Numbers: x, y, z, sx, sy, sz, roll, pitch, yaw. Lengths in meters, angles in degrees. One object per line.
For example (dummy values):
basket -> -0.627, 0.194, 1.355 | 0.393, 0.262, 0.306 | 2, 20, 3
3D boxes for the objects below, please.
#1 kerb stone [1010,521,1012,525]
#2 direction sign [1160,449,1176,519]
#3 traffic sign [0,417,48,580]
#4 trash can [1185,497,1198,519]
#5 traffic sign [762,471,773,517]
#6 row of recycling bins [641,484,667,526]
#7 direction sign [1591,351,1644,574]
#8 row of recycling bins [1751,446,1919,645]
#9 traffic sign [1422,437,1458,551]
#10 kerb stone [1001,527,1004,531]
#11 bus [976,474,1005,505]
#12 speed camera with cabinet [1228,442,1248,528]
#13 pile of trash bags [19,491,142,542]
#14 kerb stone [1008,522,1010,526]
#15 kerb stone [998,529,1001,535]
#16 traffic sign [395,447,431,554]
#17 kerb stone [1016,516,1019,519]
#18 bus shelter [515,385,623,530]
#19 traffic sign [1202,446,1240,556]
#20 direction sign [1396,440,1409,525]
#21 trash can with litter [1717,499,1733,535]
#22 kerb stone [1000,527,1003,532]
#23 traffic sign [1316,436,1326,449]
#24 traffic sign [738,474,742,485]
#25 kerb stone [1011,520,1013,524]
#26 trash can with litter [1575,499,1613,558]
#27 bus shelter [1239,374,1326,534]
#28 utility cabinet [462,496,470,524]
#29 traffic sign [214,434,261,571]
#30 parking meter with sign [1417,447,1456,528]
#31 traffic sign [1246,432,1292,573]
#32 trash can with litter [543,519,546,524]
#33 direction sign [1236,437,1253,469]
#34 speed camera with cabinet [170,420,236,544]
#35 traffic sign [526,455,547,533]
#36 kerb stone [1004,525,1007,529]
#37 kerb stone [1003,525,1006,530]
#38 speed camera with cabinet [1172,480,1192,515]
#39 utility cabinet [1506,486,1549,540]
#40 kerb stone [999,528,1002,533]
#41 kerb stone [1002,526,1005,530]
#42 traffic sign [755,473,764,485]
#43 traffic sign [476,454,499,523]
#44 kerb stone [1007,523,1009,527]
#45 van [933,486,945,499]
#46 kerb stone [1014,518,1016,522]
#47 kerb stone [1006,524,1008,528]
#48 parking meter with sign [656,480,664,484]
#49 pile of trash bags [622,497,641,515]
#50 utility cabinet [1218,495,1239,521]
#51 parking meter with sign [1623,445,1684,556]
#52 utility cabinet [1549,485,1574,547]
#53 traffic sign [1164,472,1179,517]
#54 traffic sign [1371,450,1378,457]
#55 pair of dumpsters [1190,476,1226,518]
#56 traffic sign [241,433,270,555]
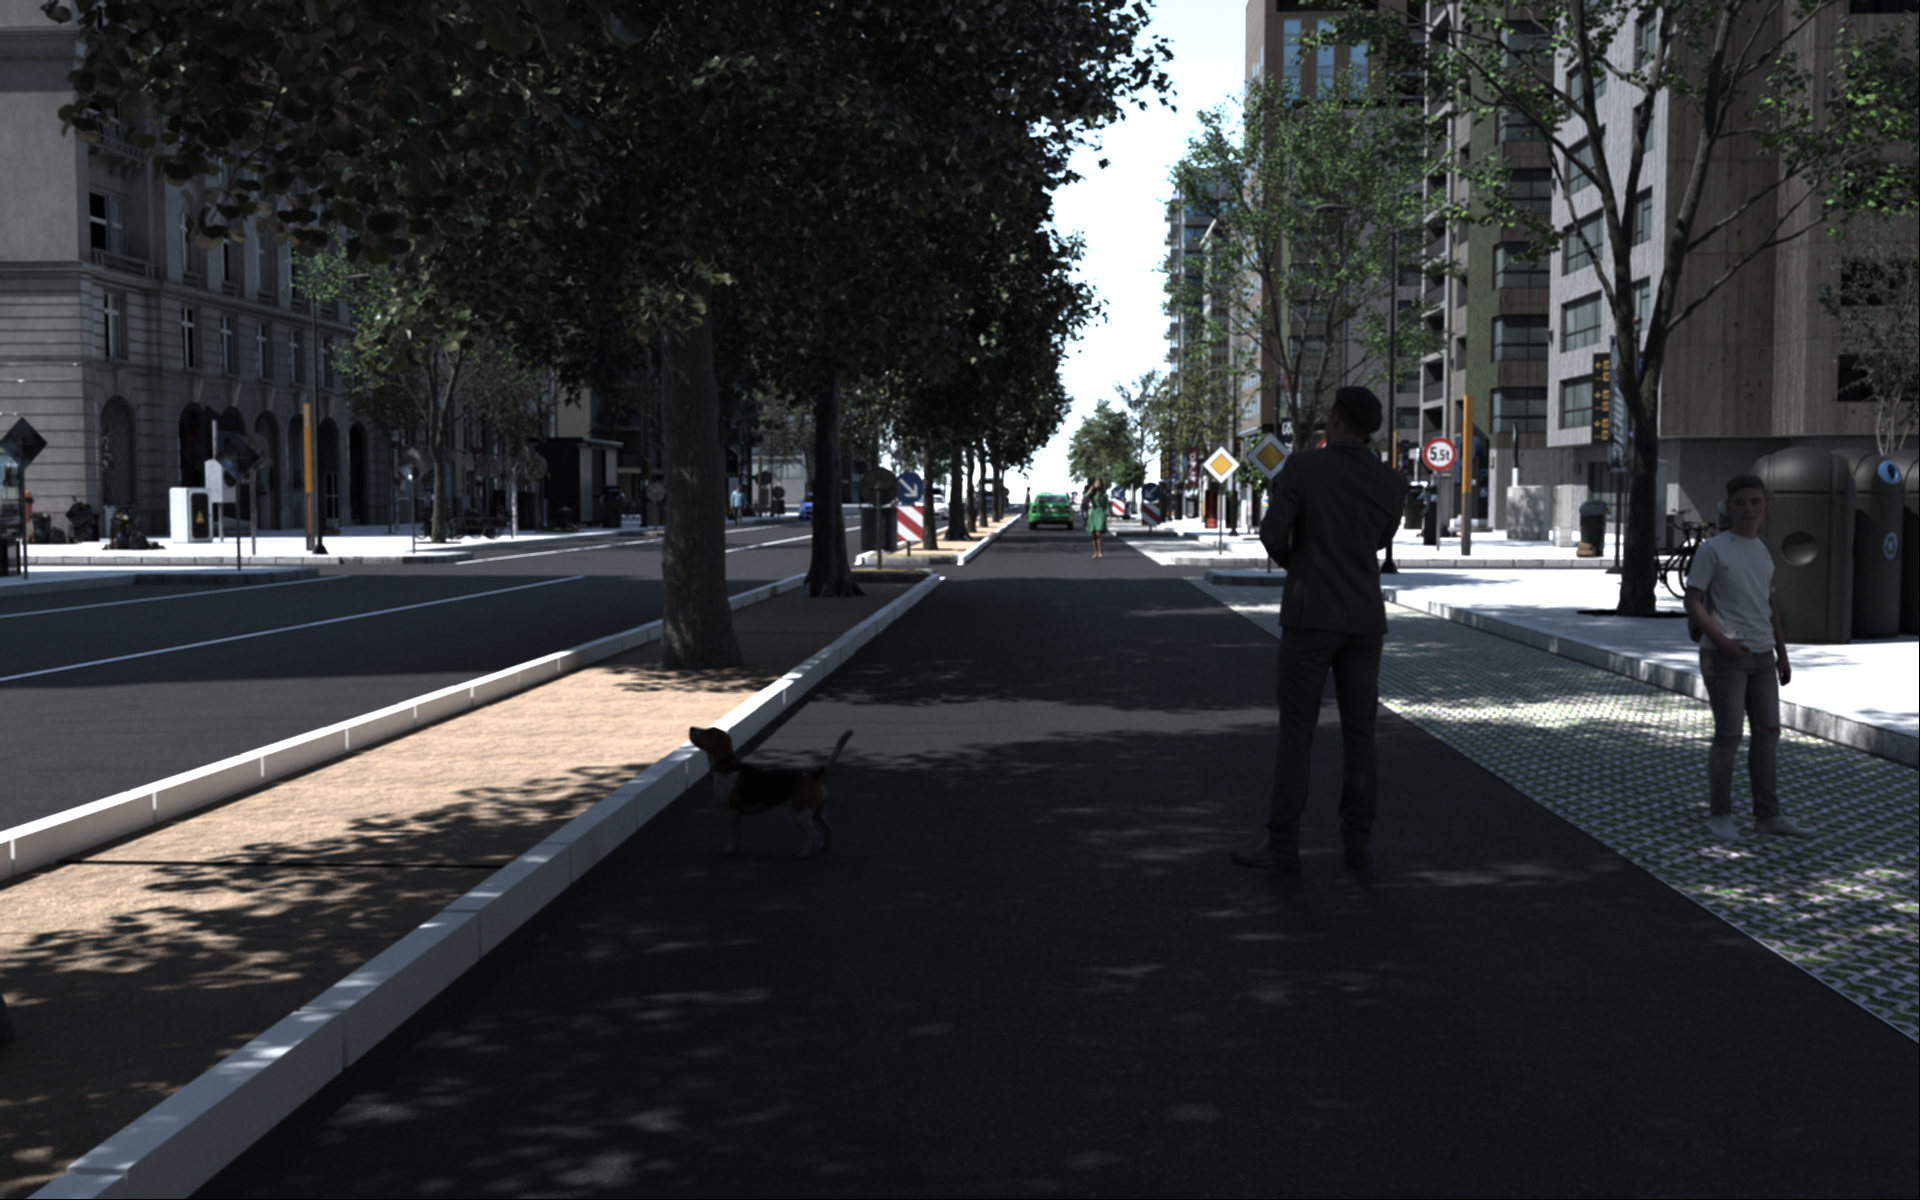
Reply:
kerb stone -> 2.099, -3.292, 76.027 | 0.120, 0.150, 1.000 | 0, 4, 3
direction sign -> 10.677, -5.871, 87.981 | 0.379, 3.537, 0.876 | -2, 4, -33
traffic sign -> -14.028, -1.514, 25.946 | 0.795, 2.450, 0.064 | 0, 4, 7
trash can -> 12.076, -4.815, 90.376 | 0.748, 1.137, 0.748 | 0, 3, 0
traffic sign -> -10.677, -5.815, 95.186 | 0.768, 2.556, 0.104 | 1, 4, 12
row of recycling bins -> -12.556, -3.964, 71.925 | 1.069, 1.692, 3.534 | -1, 4, -18
direction sign -> 10.557, -2.185, 27.727 | 0.876, 3.537, 0.379 | 2, 4, 32
row of recycling bins -> 8.398, -0.532, 15.814 | 3.534, 1.692, 1.069 | -2, 4, -33
traffic sign -> 10.701, -2.360, 38.688 | 0.768, 2.556, 0.104 | 1, 4, 11
kerb stone -> 1.420, -2.473, 62.734 | 0.120, 0.150, 1.000 | 0, 4, 3
bus -> 3.208, -11.368, 180.728 | 2.948, 3.499, 13.247 | 0, 4, 2
speed camera with cabinet -> 10.942, -4.388, 66.077 | 0.660, 3.252, 2.038 | 3, 4, 38
pile of trash bags -> -23.966, -2.281, 47.047 | 3.447, 1.369, 1.912 | -1, 4, -12
kerb stone -> 1.943, -3.100, 72.959 | 0.120, 0.150, 1.000 | 0, 4, 3
kerb stone -> 1.214, -2.225, 58.635 | 0.120, 0.150, 1.000 | 0, 4, 3
traffic sign -> -11.649, -2.034, 36.898 | 0.795, 2.450, 0.064 | 0, 4, 3
kerb stone -> 2.891, -4.231, 91.369 | 0.120, 0.150, 1.000 | 0, 4, 3
bus shelter -> -14.820, -5.358, 65.238 | 2.179, 5.291, 8.768 | 0, 4, 3
traffic sign -> 5.421, -1.979, 36.002 | 0.795, 2.450, 0.064 | 0, 4, 3
direction sign -> 18.381, -4.929, 72.590 | 0.876, 3.537, 0.379 | -1, 4, -10
trash can with litter -> 15.846, -1.472, 35.449 | 0.624, 1.170, 1.055 | 1, 4, 16
kerb stone -> 1.363, -2.417, 61.713 | 0.120, 0.150, 1.000 | 0, 4, 3
traffic sign -> 7.848, -2.217, 36.353 | 0.768, 2.556, 0.104 | 1, 4, 9
traffic sign -> -11.575, -5.344, 89.508 | 0.606, 2.300, 0.079 | 0, 4, 8
kerb stone -> 2.201, -3.418, 78.072 | 0.120, 0.150, 1.000 | 0, 4, 3
trash can with litter -> 12.853, -1.454, 35.156 | 0.624, 1.170, 1.055 | 2, 4, 29
bus shelter -> 10.224, -4.768, 55.594 | 2.179, 5.291, 8.768 | 0, 4, 3
utility cabinet -> -20.992, -3.816, 73.549 | 0.306, 1.237, 1.020 | -1, 4, -14
traffic sign -> -12.060, -1.546, 28.924 | 0.795, 2.450, 0.064 | 0, 4, 3
parking meter with sign -> 18.045, -4.201, 64.949 | 1.738, 3.016, 0.543 | 0, 4, 5
traffic sign -> 5.011, -1.491, 28.028 | 0.795, 2.450, 0.064 | 0, 4, 3
trash can with litter -> -18.273, -3.935, 75.400 | 1.678, 1.210, 2.233 | -1, 4, -9
direction sign -> 11.299, -4.665, 68.264 | 0.876, 3.537, 0.379 | 1, 4, 12
speed camera with cabinet -> -19.967, -3.147, 45.790 | 0.660, 3.252, 2.038 | 1, 4, 15
traffic sign -> -13.918, -3.473, 56.886 | 0.768, 2.556, 0.104 | 1, 4, 12
kerb stone -> 1.632, -2.730, 66.831 | 0.120, 0.150, 1.000 | 0, 4, 3
kerb stone -> 1.576, -2.665, 65.811 | 0.120, 0.150, 1.000 | 0, 4, 3
speed camera with cabinet -> 13.603, -6.773, 105.069 | 0.660, 3.252, 2.038 | -3, 4, -38
utility cabinet -> 15.614, -2.382, 47.620 | 0.318, 1.500, 1.173 | -3, 4, -37
kerb stone -> 1.315, -2.354, 60.680 | 0.120, 0.150, 1.000 | 0, 4, 3
kerb stone -> 1.475, -2.540, 63.770 | 0.120, 0.150, 1.000 | 0, 4, 3
traffic sign -> -11.646, -6.187, 101.257 | 0.768, 2.556, 0.104 | 1, 4, 12
traffic sign -> -15.203, -3.399, 55.680 | 0.768, 2.556, 0.104 | 1, 4, 9
kerb stone -> 1.836, -2.980, 70.918 | 0.120, 0.150, 1.000 | 0, 4, 3
van -> -2.454, -9.311, 156.611 | 2.240, 2.365, 5.245 | 0, 4, 4
kerb stone -> 2.518, -3.793, 84.204 | 0.120, 0.150, 1.000 | 0, 4, 3
kerb stone -> 1.728, -2.855, 68.877 | 0.120, 0.150, 1.000 | 0, 4, 3
parking meter with sign -> -16.058, -5.955, 93.626 | 1.738, 3.016, 0.543 | 3, 4, 36
pile of trash bags -> -20.201, -5.934, 106.779 | 1.912, 1.369, 3.447 | 1, 4, 22
utility cabinet -> 13.010, -4.454, 83.983 | 1.020, 1.237, 0.306 | 1, 4, 22
parking meter with sign -> 14.304, -2.422, 35.854 | 1.738, 3.016, 0.543 | -2, 4, -33
utility cabinet -> 14.530, -2.025, 41.786 | 0.318, 1.500, 1.173 | 1, 4, 11
traffic sign -> 11.152, -5.586, 91.435 | 0.768, 2.556, 0.104 | 1, 4, 9
traffic sign -> 11.415, -2.981, 48.844 | 0.768, 2.556, 0.104 | 1, 4, 12
pair of dumpsters -> 13.352, -5.553, 93.282 | 1.574, 2.255, 4.437 | 0, 4, 3
traffic sign -> -14.785, -2.207, 36.195 | 0.768, 2.556, 0.104 | 1, 4, 10
